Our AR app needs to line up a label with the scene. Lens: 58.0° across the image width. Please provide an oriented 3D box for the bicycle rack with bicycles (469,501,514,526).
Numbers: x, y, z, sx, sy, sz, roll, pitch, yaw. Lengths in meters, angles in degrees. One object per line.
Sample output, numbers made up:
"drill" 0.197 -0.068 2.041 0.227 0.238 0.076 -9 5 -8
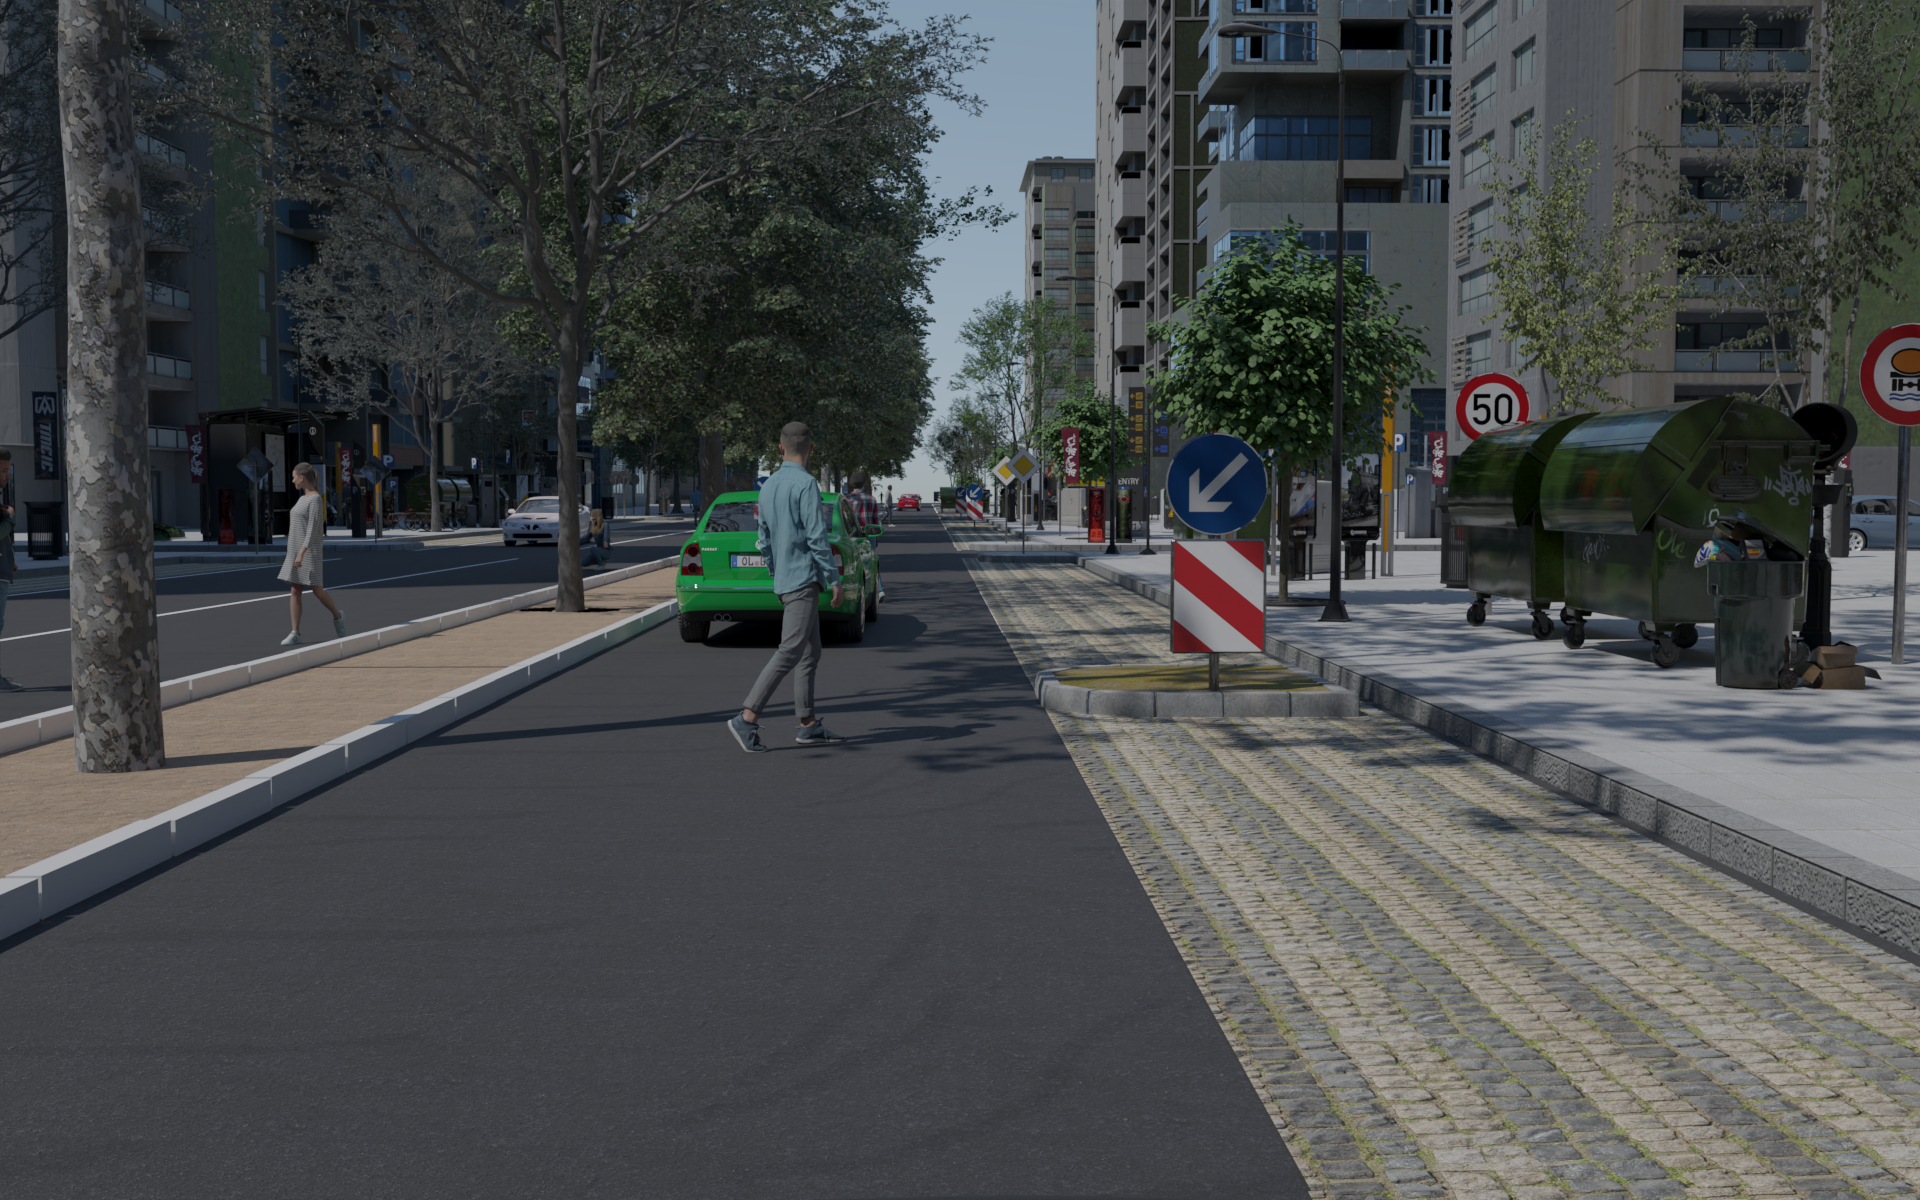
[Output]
"bicycle rack with bicycles" -19.354 -3.492 70.483 2.852 0.926 2.925 -2 4 -24

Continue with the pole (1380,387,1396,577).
"pole" 6.644 -2.019 26.854 0.158 3.312 0.155 0 3 0

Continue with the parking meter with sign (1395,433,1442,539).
"parking meter with sign" 13.226 -3.280 49.882 1.738 3.016 0.543 -2 4 -31

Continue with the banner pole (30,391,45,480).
"banner pole" -19.480 -2.891 37.289 0.863 3.779 0.401 -2 4 -28

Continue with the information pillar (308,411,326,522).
"information pillar" -18.138 -3.518 48.870 0.504 3.616 0.183 1 4 20

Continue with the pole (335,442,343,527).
"pole" -24.318 -4.525 67.820 0.158 3.312 0.155 0 3 0

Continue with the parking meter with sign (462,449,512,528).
"parking meter with sign" -18.172 -4.310 66.735 1.738 3.016 0.543 -2 4 -31

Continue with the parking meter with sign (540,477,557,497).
"parking meter with sign" -18.611 -5.019 78.317 1.738 3.016 0.543 -1 4 -11

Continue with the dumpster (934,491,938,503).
"dumpster" -3.312 -16.325 275.132 1.865 1.857 1.264 0 4 1

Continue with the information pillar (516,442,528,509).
"information pillar" -19.625 -5.274 77.586 0.504 3.616 0.183 -2 4 -26

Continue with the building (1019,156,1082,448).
"building" 24.046 -41.387 265.919 28.713 52.752 27.495 0 4 -1

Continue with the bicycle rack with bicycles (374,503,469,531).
"bicycle rack with bicycles" -19.062 -2.928 61.258 2.925 0.926 2.852 -1 4 -12

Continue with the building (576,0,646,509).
"building" -41.537 -51.963 162.265 22.319 86.520 31.000 0 4 -1

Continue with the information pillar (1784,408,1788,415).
"information pillar" 22.413 -3.422 47.310 0.504 3.616 0.183 -3 4 -37

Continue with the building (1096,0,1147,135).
"building" 26.865 -34.710 156.742 28.713 52.752 27.495 0 4 -1

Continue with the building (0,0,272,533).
"building" -34.251 -23.081 60.975 14.154 41.232 14.086 0 4 -1

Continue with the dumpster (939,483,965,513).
"dumpster" -0.598 -7.825 132.884 1.985 2.255 1.502 0 4 -2

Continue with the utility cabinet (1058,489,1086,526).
"utility cabinet" 4.457 -3.706 69.264 1.173 1.500 0.318 3 5 41

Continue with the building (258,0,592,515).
"building" -41.123 -29.299 133.664 22.147 44.769 28.867 0 4 -1

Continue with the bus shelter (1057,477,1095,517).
"bus shelter" 5.260 -6.024 76.127 2.179 5.291 8.768 0 4 -1

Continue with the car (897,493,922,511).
"car" -4.238 -8.313 144.953 2.155 1.783 4.494 0 4 1

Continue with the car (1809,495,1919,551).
"car" 21.826 -1.760 40.773 4.499 1.417 2.014 0 4 -1

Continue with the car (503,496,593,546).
"car" -11.693 -2.262 49.339 2.083 1.381 4.827 0 4 -2

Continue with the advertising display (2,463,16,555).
"advertising display" -19.987 -1.908 36.411 0.123 1.923 0.974 -1 4 -22

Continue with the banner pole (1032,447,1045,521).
"banner pole" 3.765 -5.604 81.646 0.863 3.779 0.401 2 4 30

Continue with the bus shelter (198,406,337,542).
"bus shelter" -19.677 -3.563 49.530 1.731 3.624 6.357 0 4 -1

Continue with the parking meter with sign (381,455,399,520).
"parking meter with sign" -24.970 -4.880 76.044 0.543 3.016 1.738 -2 4 -27

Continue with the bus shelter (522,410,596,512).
"bus shelter" -19.824 -6.582 85.246 2.179 5.291 8.768 0 4 -1

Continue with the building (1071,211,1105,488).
"building" 18.345 -24.889 178.630 14.160 30.474 14.107 0 4 -1

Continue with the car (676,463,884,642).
"car" -1.808 -0.572 18.150 1.959 1.807 4.718 0 4 1

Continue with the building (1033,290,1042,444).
"building" 17.245 -28.961 245.210 14.160 30.474 14.107 0 4 -1

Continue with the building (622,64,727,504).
"building" -42.866 -41.924 227.448 21.231 58.520 28.212 0 4 -1

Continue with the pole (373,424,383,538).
"pole" -17.082 -3.483 50.796 0.158 3.312 0.155 0 3 0

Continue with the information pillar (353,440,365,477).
"information pillar" -25.717 -5.062 74.120 0.504 3.616 0.183 -2 4 -26

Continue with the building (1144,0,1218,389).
"building" 23.503 -42.437 132.102 20.563 71.187 20.611 0 4 -1

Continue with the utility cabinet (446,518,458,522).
"utility cabinet" -23.781 -4.259 80.797 0.306 1.237 1.020 -3 5 -44

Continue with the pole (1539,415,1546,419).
"pole" 14.955 -3.099 44.512 0.158 3.312 0.155 0 3 0

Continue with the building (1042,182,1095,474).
"building" 17.718 -33.383 229.410 14.154 41.232 14.086 0 4 -1

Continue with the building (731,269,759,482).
"building" -39.145 -35.876 270.161 14.154 41.232 14.086 0 4 -1

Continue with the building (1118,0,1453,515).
"building" 22.071 -48.068 98.582 22.319 86.520 31.000 0 4 -1

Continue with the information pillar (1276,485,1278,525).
"information pillar" 13.524 -4.980 72.771 0.504 3.616 0.183 1 4 15

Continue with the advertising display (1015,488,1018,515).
"advertising display" 3.676 -6.286 107.984 0.974 1.923 0.123 0 4 -2

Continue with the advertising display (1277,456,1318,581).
"advertising display" 4.988 -1.248 25.612 0.123 1.923 0.974 3 5 40

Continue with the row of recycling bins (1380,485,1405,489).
"row of recycling bins" 19.224 -4.227 76.218 3.534 1.692 1.069 1 4 23

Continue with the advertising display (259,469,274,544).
"advertising display" -17.795 -2.399 44.430 0.123 1.923 0.974 -2 4 -35

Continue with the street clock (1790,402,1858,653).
"street clock" 6.826 -0.563 13.773 0.471 2.002 0.358 3 5 45

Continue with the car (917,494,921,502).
"car" -7.136 -16.453 277.796 1.959 1.807 4.718 0 4 -3

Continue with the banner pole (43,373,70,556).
"banner pole" -18.702 -2.826 36.214 0.401 3.779 0.863 -1 4 -10

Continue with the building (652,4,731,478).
"building" -42.037 -49.737 251.448 20.563 71.187 20.611 0 4 -1

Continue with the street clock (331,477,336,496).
"street clock" -26.668 -4.243 73.937 0.358 2.002 0.471 -1 4 -9

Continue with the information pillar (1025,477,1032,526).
"information pillar" 2.699 -4.006 69.982 0.304 2.012 0.304 -3 4 -36

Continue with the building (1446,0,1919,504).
"building" 27.175 -23.281 64.232 14.086 41.232 14.154 0 4 -1

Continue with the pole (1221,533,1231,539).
"pole" 4.675 -2.228 30.278 0.158 3.312 0.155 0 3 0

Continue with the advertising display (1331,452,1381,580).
"advertising display" 5.906 -1.262 25.843 0.974 1.923 0.123 -3 4 -37

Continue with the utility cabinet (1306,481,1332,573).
"utility cabinet" 5.698 -1.179 27.952 0.318 1.500 1.173 3 5 40
